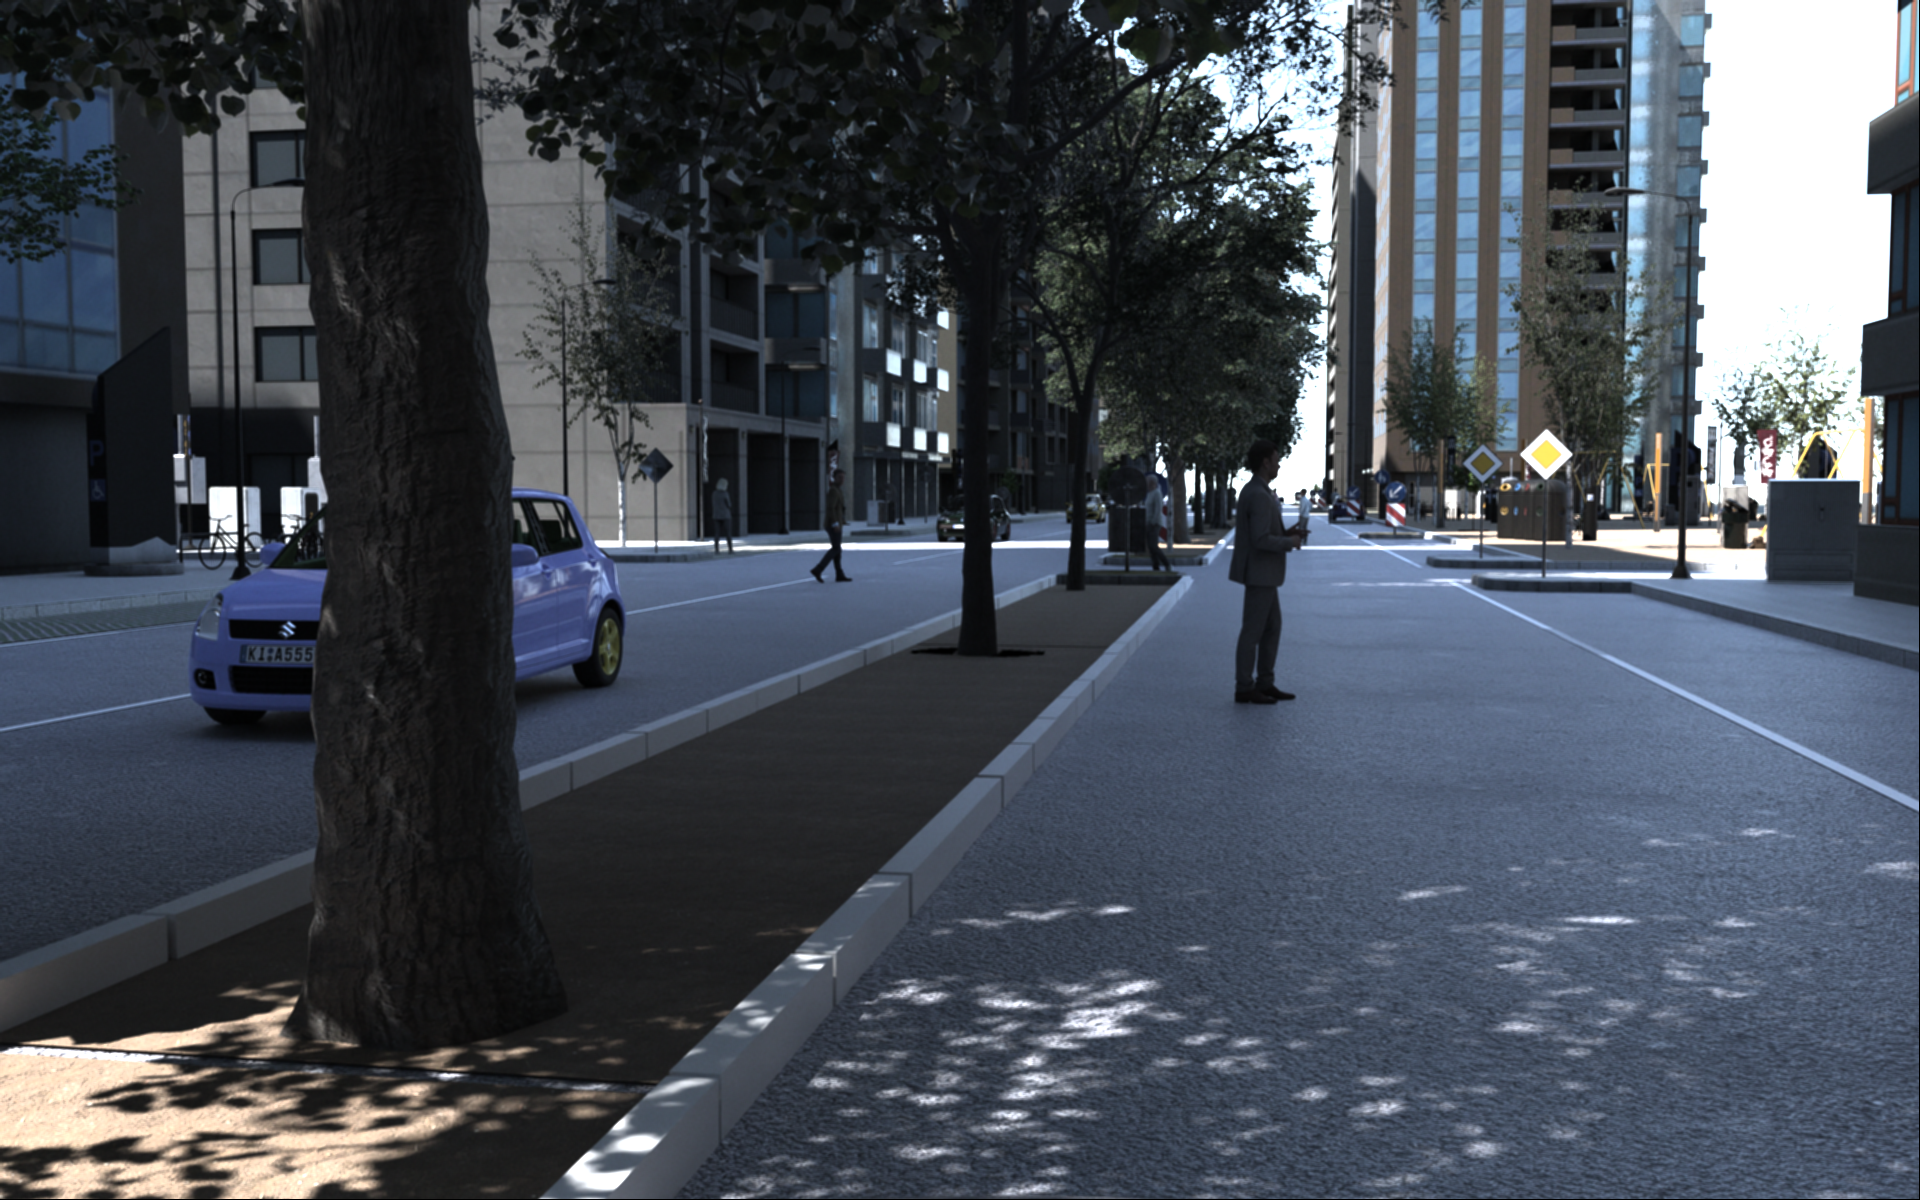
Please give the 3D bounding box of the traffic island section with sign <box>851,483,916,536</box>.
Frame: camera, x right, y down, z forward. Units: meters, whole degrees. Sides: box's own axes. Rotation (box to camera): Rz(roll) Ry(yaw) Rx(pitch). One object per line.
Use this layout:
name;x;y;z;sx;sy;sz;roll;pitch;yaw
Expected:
traffic island section with sign;-2.600;-3.145;60.043;1.989;1.847;2.006;1;4;10

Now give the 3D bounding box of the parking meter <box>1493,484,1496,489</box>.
parking meter;32.361;-6.084;105.179;0.255;1.863;0.399;2;4;25

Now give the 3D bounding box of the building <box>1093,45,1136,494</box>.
building;6.766;-38.014;210.762;28.713;52.752;27.495;1;4;10

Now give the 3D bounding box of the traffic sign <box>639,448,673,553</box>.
traffic sign;-6.585;-2.072;37.515;0.795;2.450;0.064;1;4;10

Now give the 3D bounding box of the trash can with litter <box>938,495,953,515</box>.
trash can with litter;-0.657;-5.958;108.475;1.678;1.210;2.233;-2;4;-24

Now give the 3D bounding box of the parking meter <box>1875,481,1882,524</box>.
parking meter;17.785;-1.519;33.254;0.372;1.533;0.369;0;3;0

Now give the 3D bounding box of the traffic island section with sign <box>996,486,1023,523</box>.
traffic island section with sign;2.122;-4.768;86.583;1.989;1.847;2.006;1;4;10

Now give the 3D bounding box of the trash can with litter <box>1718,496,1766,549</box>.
trash can with litter;18.309;-1.775;40.405;1.055;1.170;0.624;0;4;3

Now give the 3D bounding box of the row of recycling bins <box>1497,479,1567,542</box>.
row of recycling bins;15.988;-2.519;48.303;1.069;1.692;3.534;0;4;-3

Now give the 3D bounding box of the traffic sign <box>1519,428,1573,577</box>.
traffic sign;8.989;-1.405;26.620;0.795;2.450;0.064;1;4;10

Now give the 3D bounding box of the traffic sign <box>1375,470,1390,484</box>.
traffic sign;22.222;-5.572;91.207;0.768;2.556;0.104;1;4;16

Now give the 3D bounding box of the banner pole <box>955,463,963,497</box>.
banner pole;-0.088;-7.480;112.309;0.863;3.779;0.401;-3;5;-43

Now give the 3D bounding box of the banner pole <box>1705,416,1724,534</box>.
banner pole;24.274;-4.017;55.702;0.863;3.779;0.401;-2;4;-25

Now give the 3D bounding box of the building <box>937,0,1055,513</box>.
building;-4.907;-28.932;127.660;22.147;44.769;28.867;1;4;10

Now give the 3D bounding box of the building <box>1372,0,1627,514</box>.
building;35.167;-28.426;114.882;14.600;45.320;14.200;1;4;10

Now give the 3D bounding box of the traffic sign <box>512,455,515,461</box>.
traffic sign;-7.985;-1.591;29.653;0.795;2.450;0.064;1;4;10

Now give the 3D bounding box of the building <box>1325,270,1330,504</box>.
building;53.967;-27.535;221.895;14.160;30.474;14.107;1;4;10

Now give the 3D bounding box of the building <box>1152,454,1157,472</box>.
building;22.129;-37.231;258.833;14.600;45.320;14.200;1;4;10

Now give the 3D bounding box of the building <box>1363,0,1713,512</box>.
building;44.498;-31.568;135.748;23.786;49.044;30.456;1;4;10

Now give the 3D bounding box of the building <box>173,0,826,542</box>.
building;-15.588;-37.809;56.427;20.563;71.187;20.611;1;4;10

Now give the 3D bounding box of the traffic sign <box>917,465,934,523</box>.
traffic sign;-1.499;-4.629;75.796;0.768;2.556;0.104;1;4;13

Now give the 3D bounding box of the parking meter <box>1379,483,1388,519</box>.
parking meter;21.643;-5.071;88.619;0.399;1.863;0.255;0;4;-3

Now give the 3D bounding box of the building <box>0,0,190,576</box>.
building;-21.987;-22.883;24.251;14.200;45.320;14.600;1;4;10

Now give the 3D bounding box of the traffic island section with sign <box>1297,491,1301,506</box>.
traffic island section with sign;32.385;-9.237;159.659;1.989;1.847;2.006;1;4;10

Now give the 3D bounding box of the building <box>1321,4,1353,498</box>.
building;63.751;-49.754;251.721;20.563;71.187;20.611;1;4;10

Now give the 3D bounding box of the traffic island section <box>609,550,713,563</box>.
traffic island section;-6.609;-0.936;37.581;2.009;0.180;2.903;1;4;10

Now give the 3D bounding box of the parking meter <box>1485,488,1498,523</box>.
parking meter;25.666;-4.624;84.021;0.372;1.533;0.369;0;3;0

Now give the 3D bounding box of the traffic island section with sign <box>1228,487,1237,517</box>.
traffic island section with sign;17.135;-6.190;109.335;2.006;1.907;1.989;1;4;10

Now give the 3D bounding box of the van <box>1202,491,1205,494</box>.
van;35.500;-14.821;249.341;2.013;2.044;4.112;1;4;9

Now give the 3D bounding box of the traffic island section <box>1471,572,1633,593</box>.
traffic island section;9.013;-0.270;26.693;2.009;0.180;2.903;1;4;10

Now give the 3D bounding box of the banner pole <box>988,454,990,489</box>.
banner pole;1.300;-6.477;95.921;0.863;3.779;0.401;-3;4;-37

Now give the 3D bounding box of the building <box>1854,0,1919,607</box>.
building;22.382;-9.761;4.631;27.650;21.520;28.899;1;4;10

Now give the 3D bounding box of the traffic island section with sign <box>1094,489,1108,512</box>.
traffic island section with sign;10.902;-7.783;135.885;1.989;1.847;2.006;1;4;10

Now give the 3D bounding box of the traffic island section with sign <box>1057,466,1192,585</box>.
traffic island section with sign;2.656;-1.219;28.064;2.006;1.907;1.989;1;4;10

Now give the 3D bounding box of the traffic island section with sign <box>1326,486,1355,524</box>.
traffic island section with sign;18.773;-4.568;83.310;1.989;1.847;2.006;1;4;10

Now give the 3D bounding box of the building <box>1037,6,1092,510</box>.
building;0.971;-43.586;150.891;20.563;71.187;20.611;1;4;10

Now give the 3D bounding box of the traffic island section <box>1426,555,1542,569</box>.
traffic island section;10.414;-0.751;34.555;2.009;0.180;2.903;1;4;10

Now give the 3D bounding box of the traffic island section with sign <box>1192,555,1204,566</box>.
traffic island section with sign;3.965;-1.665;35.355;2.006;1.907;1.989;1;4;10

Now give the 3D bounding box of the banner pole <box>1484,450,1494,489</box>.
banner pole;29.879;-6.606;98.020;0.863;3.779;0.401;2;4;30

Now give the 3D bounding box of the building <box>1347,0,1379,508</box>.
building;48.005;-38.115;165.181;21.231;58.520;28.212;1;4;10

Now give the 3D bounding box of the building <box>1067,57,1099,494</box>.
building;6.003;-31.702;168.433;14.600;45.320;14.200;1;4;10

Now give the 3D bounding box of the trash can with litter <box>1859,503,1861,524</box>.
trash can with litter;27.403;-2.554;53.147;1.055;1.170;0.624;-3;5;-40

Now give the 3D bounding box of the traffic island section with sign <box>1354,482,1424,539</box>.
traffic island section with sign;13.921;-2.899;56.024;1.989;1.847;2.006;1;4;10

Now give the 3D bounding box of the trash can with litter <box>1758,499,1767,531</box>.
trash can with litter;28.684;-2.999;60.086;2.233;1.210;1.678;0;4;3

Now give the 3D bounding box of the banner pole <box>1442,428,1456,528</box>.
banner pole;18.487;-4.621;65.576;0.401;3.779;0.863;-1;4;-22

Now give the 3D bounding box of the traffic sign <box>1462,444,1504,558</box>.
traffic sign;10.390;-1.886;34.482;0.795;2.450;0.064;1;4;10

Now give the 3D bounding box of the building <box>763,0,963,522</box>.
building;-13.011;-28.809;90.641;23.786;49.044;30.456;1;4;10

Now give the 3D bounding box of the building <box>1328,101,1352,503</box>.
building;54.613;-35.439;203.128;21.300;48.544;21.600;1;4;10

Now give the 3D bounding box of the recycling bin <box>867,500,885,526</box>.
recycling bin;-3.334;-3.444;68.869;0.722;1.027;0.722;0;4;-3

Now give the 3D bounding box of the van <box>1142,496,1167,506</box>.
van;18.046;-9.527;160.151;2.240;2.365;5.245;1;4;12

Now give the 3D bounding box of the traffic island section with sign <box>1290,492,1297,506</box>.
traffic island section with sign;41.929;-12.517;213.277;1.989;1.847;2.006;1;4;10

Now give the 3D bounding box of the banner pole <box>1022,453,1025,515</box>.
banner pole;3.856;-7.060;105.452;0.401;3.779;0.863;0;4;-8

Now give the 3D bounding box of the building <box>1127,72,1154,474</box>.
building;15.066;-42.570;238.024;21.231;58.520;28.212;1;4;10

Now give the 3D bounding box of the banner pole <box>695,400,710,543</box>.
banner pole;-6.827;-3.434;46.169;0.401;3.779;0.863;0;4;7

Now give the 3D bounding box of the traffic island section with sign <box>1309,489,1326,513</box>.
traffic island section with sign;27.611;-7.603;132.932;1.989;1.847;2.006;1;4;10
